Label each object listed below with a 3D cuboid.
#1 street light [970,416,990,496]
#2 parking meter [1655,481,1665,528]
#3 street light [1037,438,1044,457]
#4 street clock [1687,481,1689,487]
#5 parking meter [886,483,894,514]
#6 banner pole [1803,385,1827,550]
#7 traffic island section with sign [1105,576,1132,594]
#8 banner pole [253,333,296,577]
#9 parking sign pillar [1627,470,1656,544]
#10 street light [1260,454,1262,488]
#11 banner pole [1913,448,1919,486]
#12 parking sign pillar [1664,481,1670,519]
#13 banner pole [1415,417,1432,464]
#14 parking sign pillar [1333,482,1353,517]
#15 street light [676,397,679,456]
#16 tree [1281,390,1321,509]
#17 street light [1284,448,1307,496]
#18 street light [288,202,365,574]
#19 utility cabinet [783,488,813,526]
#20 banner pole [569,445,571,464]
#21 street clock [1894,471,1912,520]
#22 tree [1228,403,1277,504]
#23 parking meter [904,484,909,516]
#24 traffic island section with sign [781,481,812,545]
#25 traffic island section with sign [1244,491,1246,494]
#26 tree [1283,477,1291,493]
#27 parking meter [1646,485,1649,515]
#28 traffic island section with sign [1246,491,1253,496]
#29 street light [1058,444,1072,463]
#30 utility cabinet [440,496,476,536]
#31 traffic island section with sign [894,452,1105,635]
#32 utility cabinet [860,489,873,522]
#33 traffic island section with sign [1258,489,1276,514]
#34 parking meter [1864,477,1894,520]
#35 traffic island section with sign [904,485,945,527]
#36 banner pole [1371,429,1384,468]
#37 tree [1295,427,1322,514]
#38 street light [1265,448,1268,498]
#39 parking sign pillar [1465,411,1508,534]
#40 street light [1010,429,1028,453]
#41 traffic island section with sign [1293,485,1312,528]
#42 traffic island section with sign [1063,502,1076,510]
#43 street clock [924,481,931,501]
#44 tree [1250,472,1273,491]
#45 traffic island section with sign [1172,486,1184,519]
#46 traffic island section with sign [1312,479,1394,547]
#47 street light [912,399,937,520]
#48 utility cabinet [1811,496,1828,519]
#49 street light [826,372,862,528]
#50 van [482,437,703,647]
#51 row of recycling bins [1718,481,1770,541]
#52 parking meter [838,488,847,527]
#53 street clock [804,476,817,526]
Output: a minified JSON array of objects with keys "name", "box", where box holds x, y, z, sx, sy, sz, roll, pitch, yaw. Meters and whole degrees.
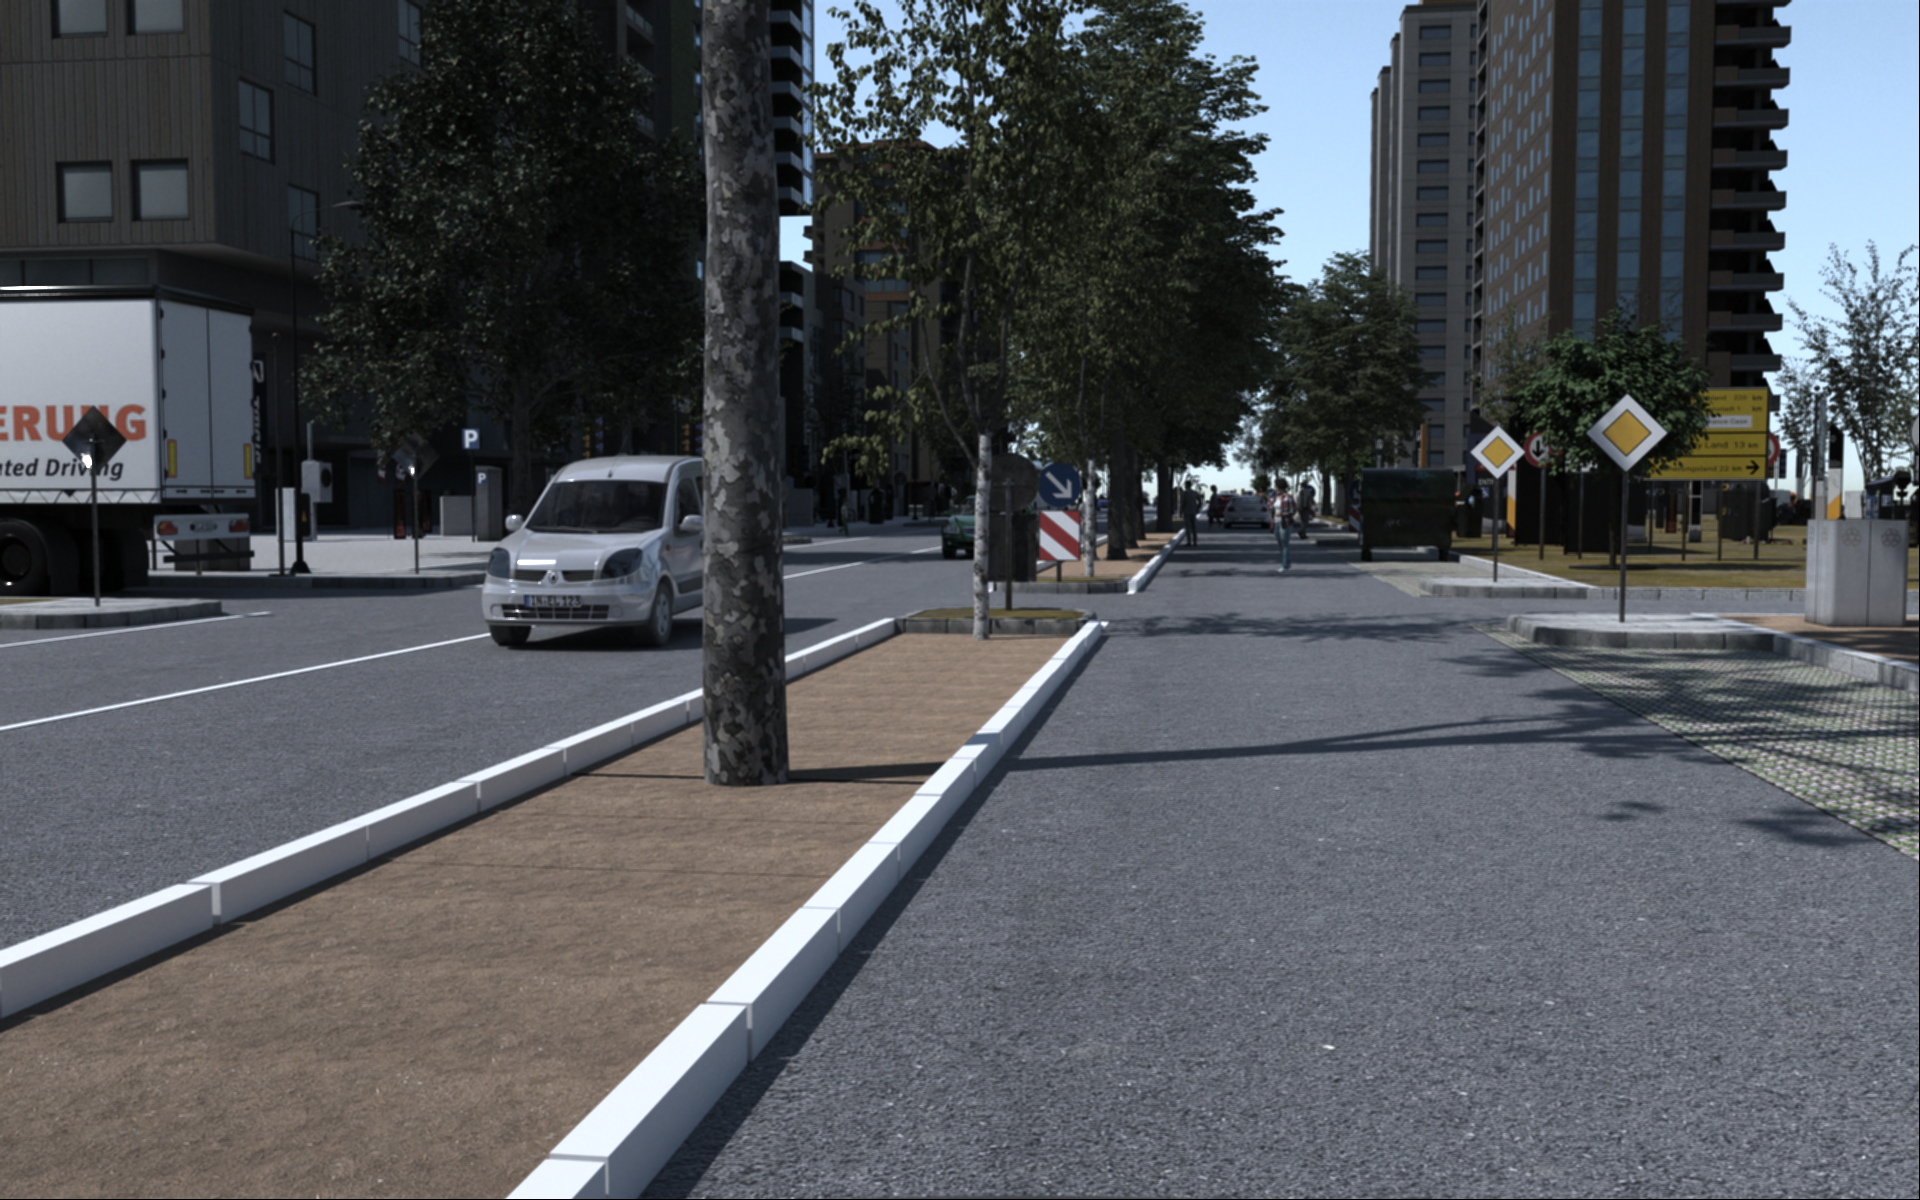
[{"name":"street light","box":[1.183,-8.016,103.603,1.470,5.913,1.316,1,4,8]},{"name":"parking meter","box":[26.210,-3.615,64.816,0.255,1.863,0.399,1,4,12]},{"name":"street light","box":[6.867,-10.348,141.733,1.470,5.913,1.316,1,4,8]},{"name":"street clock","box":[28.715,-3.878,67.970,0.471,2.002,0.358,-2,4,-27]},{"name":"parking meter","box":[-3.836,-5.477,95.266,0.399,1.863,0.255,0,4,8]},{"name":"banner pole","box":[19.896,-3.065,40.137,0.863,3.779,0.401,-3,5,-44]},{"name":"traffic island section with sign","box":[1.541,-1.081,25.814,2.006,1.907,1.989,1,4,8]},{"name":"banner pole","box":[-10.833,-2.260,26.962,0.863,3.779,0.401,0,4,-3]},{"name":"parking sign pillar","box":[17.151,-3.460,45.048,1.447,3.967,1.447,0,4,-2]},{"name":"street light","box":[35.173,-13.877,199.421,1.470,5.913,1.316,1,4,8]},{"name":"banner pole","box":[37.364,-4.734,67.415,0.401,3.779,0.863,0,4,-6]},{"name":"parking sign pillar","box":[36.642,-6.254,90.731,1.447,3.967,1.447,-3,4,-38]},{"name":"banner pole","box":[15.106,-4.061,56.414,0.401,3.779,0.863,-2,4,-27]},{"name":"parking sign pillar","box":[21.200,-6.506,94.845,1.447,3.967,1.447,-1,4,-19]},{"name":"street light","box":[-7.190,-4.568,47.222,1.470,5.913,1.316,1,4,8]},{"name":"tree","box":[28.407,-12.857,144.627,7.601,10.594,8.767,1,4,19]},{"name":"street light","box":[23.143,-8.920,118.388,1.470,5.913,1.316,1,4,8]},{"name":"street light","box":[-10.143,-3.377,27.757,1.470,5.913,1.316,1,4,8]},{"name":"utility cabinet","box":[-6.401,-3.653,68.412,1.173,1.500,0.318,1,4,13]},{"name":"banner pole","box":[-13.486,-4.276,59.934,0.401,3.779,0.863,-1,4,-16]},{"name":"street clock","box":[29.335,-3.020,53.947,0.471,2.002,0.358,0,4,-7]},{"name":"tree","box":[39.684,-19.203,224.335,12.009,13.543,11.850,0,3,0]},{"name":"parking meter","box":[-3.118,-5.788,100.340,0.255,1.863,0.399,-1,4,-8]},{"name":"traffic island section with sign","box":[-5.365,-2.537,50.113,1.989,1.847,2.006,1,4,8]},{"name":"traffic island section with sign","box":[34.224,-12.022,205.189,1.989,1.847,2.006,1,4,8]},{"name":"tree","box":[35.711,-11.998,190.773,1.663,3.219,1.824,0,3,0]},{"name":"parking meter","box":[38.316,-5.551,96.475,0.399,1.863,0.255,2,4,31]},{"name":"traffic island section with sign","box":[26.173,-8.702,150.912,1.989,1.847,2.006,1,4,8]},{"name":"street light","box":[9.711,-11.541,161.232,1.470,5.913,1.316,1,4,8]},{"name":"utility cabinet","box":[-15.379,-2.563,53.069,1.020,1.237,0.306,-2,4,-35]},{"name":"traffic island section with sign","box":[0.443,-0.633,18.489,2.006,1.907,1.989,1,4,8]},{"name":"utility cabinet","box":[-4.711,-4.810,87.324,0.318,1.500,1.173,1,4,15]},{"name":"traffic island section with sign","box":[22.166,-7.053,123.948,1.989,1.847,2.006,1,4,8]},{"name":"parking meter","box":[13.483,-1.041,25.432,0.372,1.533,0.369,0,3,0]},{"name":"traffic island section with sign","box":[-1.364,-4.182,76.998,1.989,1.847,2.006,1,4,8]},{"name":"banner pole","box":[15.869,-4.650,66.048,0.401,3.779,0.863,-2,4,-26]},{"name":"tree","box":[23.248,-9.869,111.717,4.737,8.622,4.395,0,3,0]},{"name":"street light","box":[31.533,-12.381,174.967,1.470,5.913,1.316,1,4,8]},{"name":"parking sign pillar","box":[16.938,-4.110,55.663,1.447,3.967,1.447,3,5,43]},{"name":"street light","box":[4.092,-9.198,122.923,1.470,5.913,1.316,1,4,8]},{"name":"traffic island section with sign","box":[14.825,-4.034,74.592,1.989,1.847,2.006,1,4,8]},{"name":"traffic island section with sign","box":[9.957,-8.844,153.232,1.989,1.847,2.006,1,4,8]},{"name":"street clock","box":[-1.820,-5.782,99.104,0.471,2.002,0.358,-1,4,-13]},{"name":"tree","box":[42.879,-16.031,245.816,4.285,4.588,4.351,0,3,0]},{"name":"traffic island section with sign","box":[12.574,-5.627,100.141,2.006,1.907,1.989,1,4,8]},{"name":"traffic island section with sign","box":[10.821,-2.381,47.565,1.989,1.847,2.006,1,4,8]},{"name":"street light","box":[-1.664,-6.869,84.845,1.470,5.913,1.316,1,4,8]},{"name":"utility cabinet","box":[34.114,-3.512,68.575,0.306,1.237,1.020,0,4,-2]},{"name":"street light","box":[-4.409,-5.718,66.031,1.470,5.913,1.316,1,4,8]},{"name":"van","box":[-3.425,-0.649,17.624,2.013,2.044,4.112,0,4,7]},{"name":"row of recycling bins","box":[21.934,-2.525,48.396,1.069,1.692,3.534,1,4,16]},{"name":"parking meter","box":[-4.656,-3.676,68.506,0.372,1.533,0.369,0,3,0]},{"name":"street clock","box":[-5.962,-3.954,69.211,0.471,2.002,0.358,2,4,28]}]
